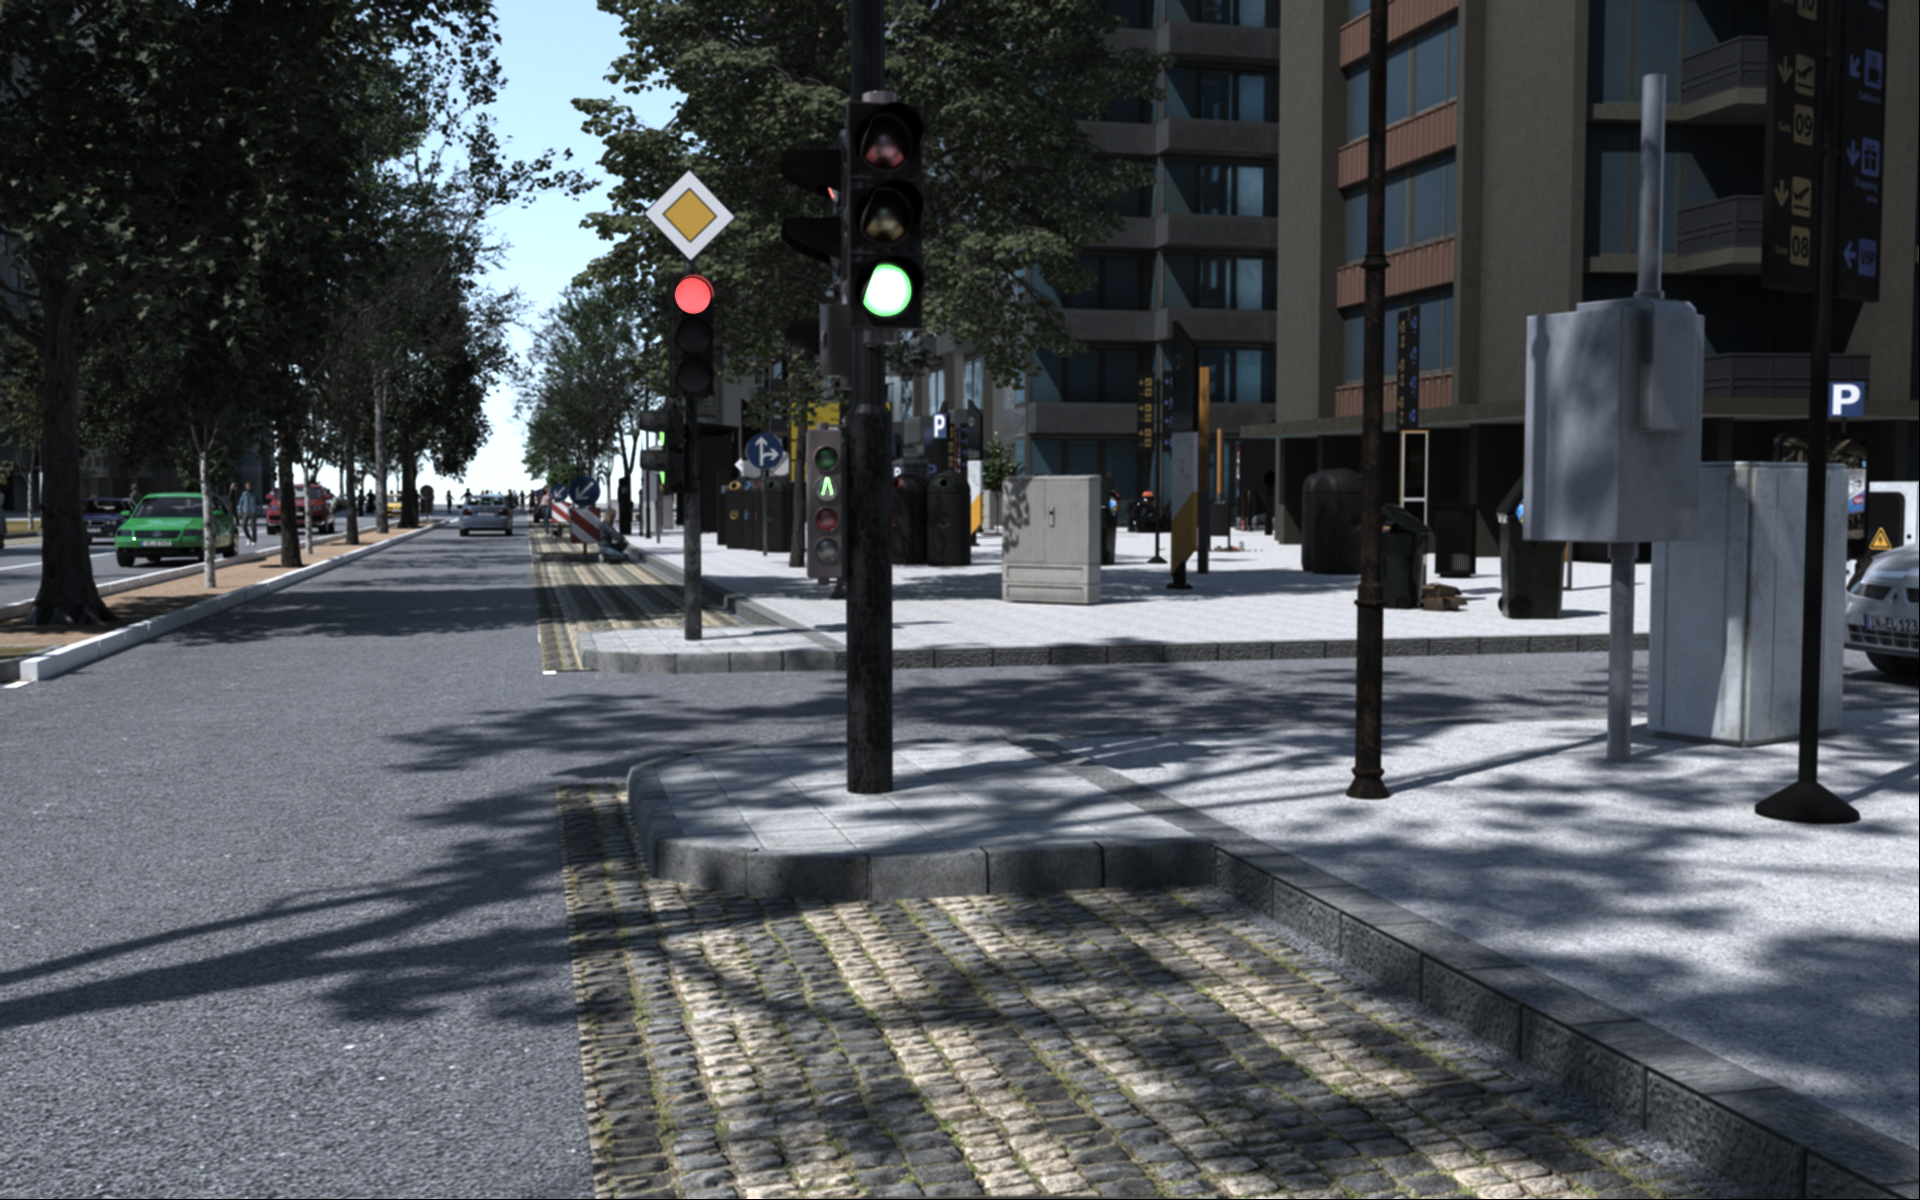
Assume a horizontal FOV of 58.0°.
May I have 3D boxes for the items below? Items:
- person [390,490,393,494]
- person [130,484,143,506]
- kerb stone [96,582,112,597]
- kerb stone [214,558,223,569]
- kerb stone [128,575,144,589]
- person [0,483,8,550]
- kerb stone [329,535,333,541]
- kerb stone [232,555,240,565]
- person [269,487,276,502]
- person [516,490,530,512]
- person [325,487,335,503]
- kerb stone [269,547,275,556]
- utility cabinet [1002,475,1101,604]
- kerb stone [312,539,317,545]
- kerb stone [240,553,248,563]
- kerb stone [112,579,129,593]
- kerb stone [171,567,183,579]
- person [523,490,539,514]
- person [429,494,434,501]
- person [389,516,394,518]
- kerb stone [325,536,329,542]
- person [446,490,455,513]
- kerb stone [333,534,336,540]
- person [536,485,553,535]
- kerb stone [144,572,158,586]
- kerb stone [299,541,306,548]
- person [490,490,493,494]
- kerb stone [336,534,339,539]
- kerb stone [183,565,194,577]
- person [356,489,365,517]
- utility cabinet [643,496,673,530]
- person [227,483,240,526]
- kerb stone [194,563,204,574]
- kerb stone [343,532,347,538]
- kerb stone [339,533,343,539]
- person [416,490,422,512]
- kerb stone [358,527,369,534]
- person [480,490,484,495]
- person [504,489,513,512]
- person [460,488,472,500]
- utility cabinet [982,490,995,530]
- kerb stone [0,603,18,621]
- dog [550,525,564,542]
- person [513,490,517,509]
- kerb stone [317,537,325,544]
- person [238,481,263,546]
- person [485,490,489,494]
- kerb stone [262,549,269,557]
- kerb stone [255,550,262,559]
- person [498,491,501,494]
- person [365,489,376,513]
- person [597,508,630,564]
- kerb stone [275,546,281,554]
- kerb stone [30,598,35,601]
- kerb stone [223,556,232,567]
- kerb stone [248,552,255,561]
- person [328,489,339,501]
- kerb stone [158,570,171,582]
[{"bbox_3d":[-41.197,-7.112,125.497,1.217,1.735,0.721,0,4,-5],"label":"person"},{"bbox_3d":[-26.224,-2.812,55.032,0.362,1.759,0.519,1,4,23],"label":"person"},{"bbox_3d":[-12.027,-0.118,24.131,0.120,0.150,1.000,-1,4,-14],"label":"kerb stone"},{"bbox_3d":[-14.276,-0.667,33.095,0.120,0.150,1.000,-1,4,-14],"label":"kerb stone"},{"bbox_3d":[-12.526,-0.241,26.134,0.120,0.150,1.000,-1,4,-14],"label":"kerb stone"},{"bbox_3d":[-24.964,-2.186,44.805,0.524,1.755,0.480,0,4,2],"label":"person"},{"bbox_3d":[-19.020,-1.818,51.985,0.120,0.150,1.000,-1,4,-14],"label":"kerb stone"},{"bbox_3d":[-14.778,-0.783,35.084,0.120,0.150,1.000,-1,4,-14],"label":"kerb stone"},{"bbox_3d":[-39.334,-5.566,99.367,0.709,1.838,0.599,-2,4,-25],"label":"person"},{"bbox_3d":[-35.289,-7.986,139.796,1.217,1.735,0.721,-3,4,-38],"label":"person"},{"bbox_3d":[-36.884,-5.642,100.715,1.348,1.831,0.705,2,4,30],"label":"person"},{"bbox_3d":[-16.027,-1.090,40.056,0.120,0.150,1.000,-1,4,-14],"label":"kerb stone"},{"bbox_3d":[1.059,-0.709,20.274,1.173,1.500,0.318,2,4,33],"label":"utility cabinet"},{"bbox_3d":[-18.028,-1.579,48.012,0.120,0.150,1.000,-1,4,-14],"label":"kerb stone"},{"bbox_3d":[-15.028,-0.849,36.074,0.120,0.150,1.000,-1,4,-14],"label":"kerb stone"},{"bbox_3d":[-12.280,-0.176,25.138,0.120,0.150,1.000,-1,4,-14],"label":"kerb stone"},{"bbox_3d":[-13.276,-0.422,29.120,0.120,0.150,1.000,-1,4,-14],"label":"kerb stone"},{"bbox_3d":[-28.394,-6.464,114.908,1.217,1.735,0.721,-2,4,-24],"label":"person"},{"bbox_3d":[-43.311,-8.151,141.770,0.705,1.824,1.348,0,4,8],"label":"person"},{"bbox_3d":[-34.181,-5.640,103.979,1.065,1.426,0.557,3,4,39],"label":"person"},{"bbox_3d":[-18.778,-1.758,50.985,0.120,0.150,1.000,-1,4,-14],"label":"kerb stone"},{"bbox_3d":[-38.748,-7.485,131.666,0.721,1.735,1.217,1,4,13],"label":"person"},{"bbox_3d":[-19.275,-1.883,52.977,0.120,0.150,1.000,-1,4,-14],"label":"kerb stone"},{"bbox_3d":[-14.511,-3.158,60.725,0.593,1.750,0.643,1,4,23],"label":"person"},{"bbox_3d":[-12.770,-0.302,27.129,0.120,0.150,1.000,-1,4,-14],"label":"kerb stone"},{"bbox_3d":[-17.785,-1.518,47.016,0.120,0.150,1.000,-1,4,-14],"label":"kerb stone"},{"bbox_3d":[-51.363,-11.072,189.401,0.599,1.838,0.709,0,4,3],"label":"person"},{"bbox_3d":[-19.537,-1.944,53.978,0.120,0.150,1.000,-1,4,-14],"label":"kerb stone"},{"bbox_3d":[-13.520,-0.484,30.117,0.120,0.150,1.000,-1,4,-14],"label":"kerb stone"},{"bbox_3d":[-38.311,-6.195,110.497,1.217,1.736,0.721,3,4,37],"label":"person"},{"bbox_3d":[-10.851,-3.127,62.291,1.020,1.237,0.306,-1,4,-22],"label":"utility cabinet"},{"bbox_3d":[-23.964,-2.925,56.537,0.699,1.804,1.509,1,4,14],"label":"person"},{"bbox_3d":[-13.780,-0.545,31.109,0.120,0.150,1.000,-1,4,-14],"label":"kerb stone"},{"bbox_3d":[-20.024,-2.067,55.985,0.120,0.150,1.000,-1,4,-14],"label":"kerb stone"},{"bbox_3d":[-19.783,-2.005,54.976,0.120,0.150,1.000,-1,4,-14],"label":"kerb stone"},{"bbox_3d":[-43.404,-7.900,138.190,1.217,1.766,0.721,1,4,21],"label":"person"},{"bbox_3d":[-22.029,-2.552,63.935,0.120,0.150,1.000,-1,4,-14],"label":"kerb stone"},{"bbox_3d":[-47.505,-10.038,172.556,0.705,1.831,1.348,2,4,29],"label":"person"},{"bbox_3d":[-29.969,-6.468,114.785,0.750,1.759,0.617,0,4,-7],"label":"person"},{"bbox_3d":[-36.328,-7.331,127.989,1.348,1.869,0.705,-2,4,-33],"label":"person"},{"bbox_3d":[0.690,-3.268,62.108,1.173,1.500,0.318,3,4,38],"label":"utility cabinet"},{"bbox_3d":[-11.025,0.130,20.152,0.120,0.150,1.000,-1,4,-14],"label":"kerb stone"},{"bbox_3d":[-12.096,-1.999,51.975,0.540,0.507,0.406,0,4,6],"label":"dog"},{"bbox_3d":[-43.470,-9.809,168.742,0.599,1.838,0.709,2,4,25],"label":"person"},{"bbox_3d":[-18.521,-1.697,49.996,0.120,0.150,1.000,-1,4,-14],"label":"kerb stone"},{"bbox_3d":[-19.612,-2.388,47.889,0.601,1.785,0.444,0,4,-4],"label":"person"},{"bbox_3d":[-32.899,-6.822,120.767,1.217,1.743,0.721,-3,5,-40],"label":"person"},{"bbox_3d":[-15.779,-1.027,39.052,0.120,0.150,1.000,-1,4,-14],"label":"kerb stone"},{"bbox_3d":[-15.534,-0.963,38.058,0.120,0.150,1.000,-1,4,-14],"label":"kerb stone"},{"bbox_3d":[-58.377,-12.903,219.469,0.705,1.822,1.348,3,5,43],"label":"person"},{"bbox_3d":[-44.320,-7.450,130.328,1.348,1.821,0.705,1,4,16],"label":"person"},{"bbox_3d":[-7.031,-1.312,35.447,0.738,1.151,1.012,0,4,0],"label":"person"},{"bbox_3d":[-16.274,-1.150,41.048,0.120,0.150,1.000,-1,4,-14],"label":"kerb stone"},{"bbox_3d":[-11.273,0.064,21.149,0.120,0.150,1.000,-1,4,-14],"label":"kerb stone"},{"bbox_3d":[-14.530,-0.727,34.087,0.120,0.150,1.000,-1,4,-14],"label":"kerb stone"},{"bbox_3d":[-15.277,-0.909,37.069,0.120,0.150,1.000,-1,4,-14],"label":"kerb stone"},{"bbox_3d":[-45.284,-7.078,124.314,1.350,1.814,0.705,-1,4,-12],"label":"person"},{"bbox_3d":[-13.028,-0.363,28.127,0.120,0.150,1.000,-1,4,-14],"label":"kerb stone"}]
